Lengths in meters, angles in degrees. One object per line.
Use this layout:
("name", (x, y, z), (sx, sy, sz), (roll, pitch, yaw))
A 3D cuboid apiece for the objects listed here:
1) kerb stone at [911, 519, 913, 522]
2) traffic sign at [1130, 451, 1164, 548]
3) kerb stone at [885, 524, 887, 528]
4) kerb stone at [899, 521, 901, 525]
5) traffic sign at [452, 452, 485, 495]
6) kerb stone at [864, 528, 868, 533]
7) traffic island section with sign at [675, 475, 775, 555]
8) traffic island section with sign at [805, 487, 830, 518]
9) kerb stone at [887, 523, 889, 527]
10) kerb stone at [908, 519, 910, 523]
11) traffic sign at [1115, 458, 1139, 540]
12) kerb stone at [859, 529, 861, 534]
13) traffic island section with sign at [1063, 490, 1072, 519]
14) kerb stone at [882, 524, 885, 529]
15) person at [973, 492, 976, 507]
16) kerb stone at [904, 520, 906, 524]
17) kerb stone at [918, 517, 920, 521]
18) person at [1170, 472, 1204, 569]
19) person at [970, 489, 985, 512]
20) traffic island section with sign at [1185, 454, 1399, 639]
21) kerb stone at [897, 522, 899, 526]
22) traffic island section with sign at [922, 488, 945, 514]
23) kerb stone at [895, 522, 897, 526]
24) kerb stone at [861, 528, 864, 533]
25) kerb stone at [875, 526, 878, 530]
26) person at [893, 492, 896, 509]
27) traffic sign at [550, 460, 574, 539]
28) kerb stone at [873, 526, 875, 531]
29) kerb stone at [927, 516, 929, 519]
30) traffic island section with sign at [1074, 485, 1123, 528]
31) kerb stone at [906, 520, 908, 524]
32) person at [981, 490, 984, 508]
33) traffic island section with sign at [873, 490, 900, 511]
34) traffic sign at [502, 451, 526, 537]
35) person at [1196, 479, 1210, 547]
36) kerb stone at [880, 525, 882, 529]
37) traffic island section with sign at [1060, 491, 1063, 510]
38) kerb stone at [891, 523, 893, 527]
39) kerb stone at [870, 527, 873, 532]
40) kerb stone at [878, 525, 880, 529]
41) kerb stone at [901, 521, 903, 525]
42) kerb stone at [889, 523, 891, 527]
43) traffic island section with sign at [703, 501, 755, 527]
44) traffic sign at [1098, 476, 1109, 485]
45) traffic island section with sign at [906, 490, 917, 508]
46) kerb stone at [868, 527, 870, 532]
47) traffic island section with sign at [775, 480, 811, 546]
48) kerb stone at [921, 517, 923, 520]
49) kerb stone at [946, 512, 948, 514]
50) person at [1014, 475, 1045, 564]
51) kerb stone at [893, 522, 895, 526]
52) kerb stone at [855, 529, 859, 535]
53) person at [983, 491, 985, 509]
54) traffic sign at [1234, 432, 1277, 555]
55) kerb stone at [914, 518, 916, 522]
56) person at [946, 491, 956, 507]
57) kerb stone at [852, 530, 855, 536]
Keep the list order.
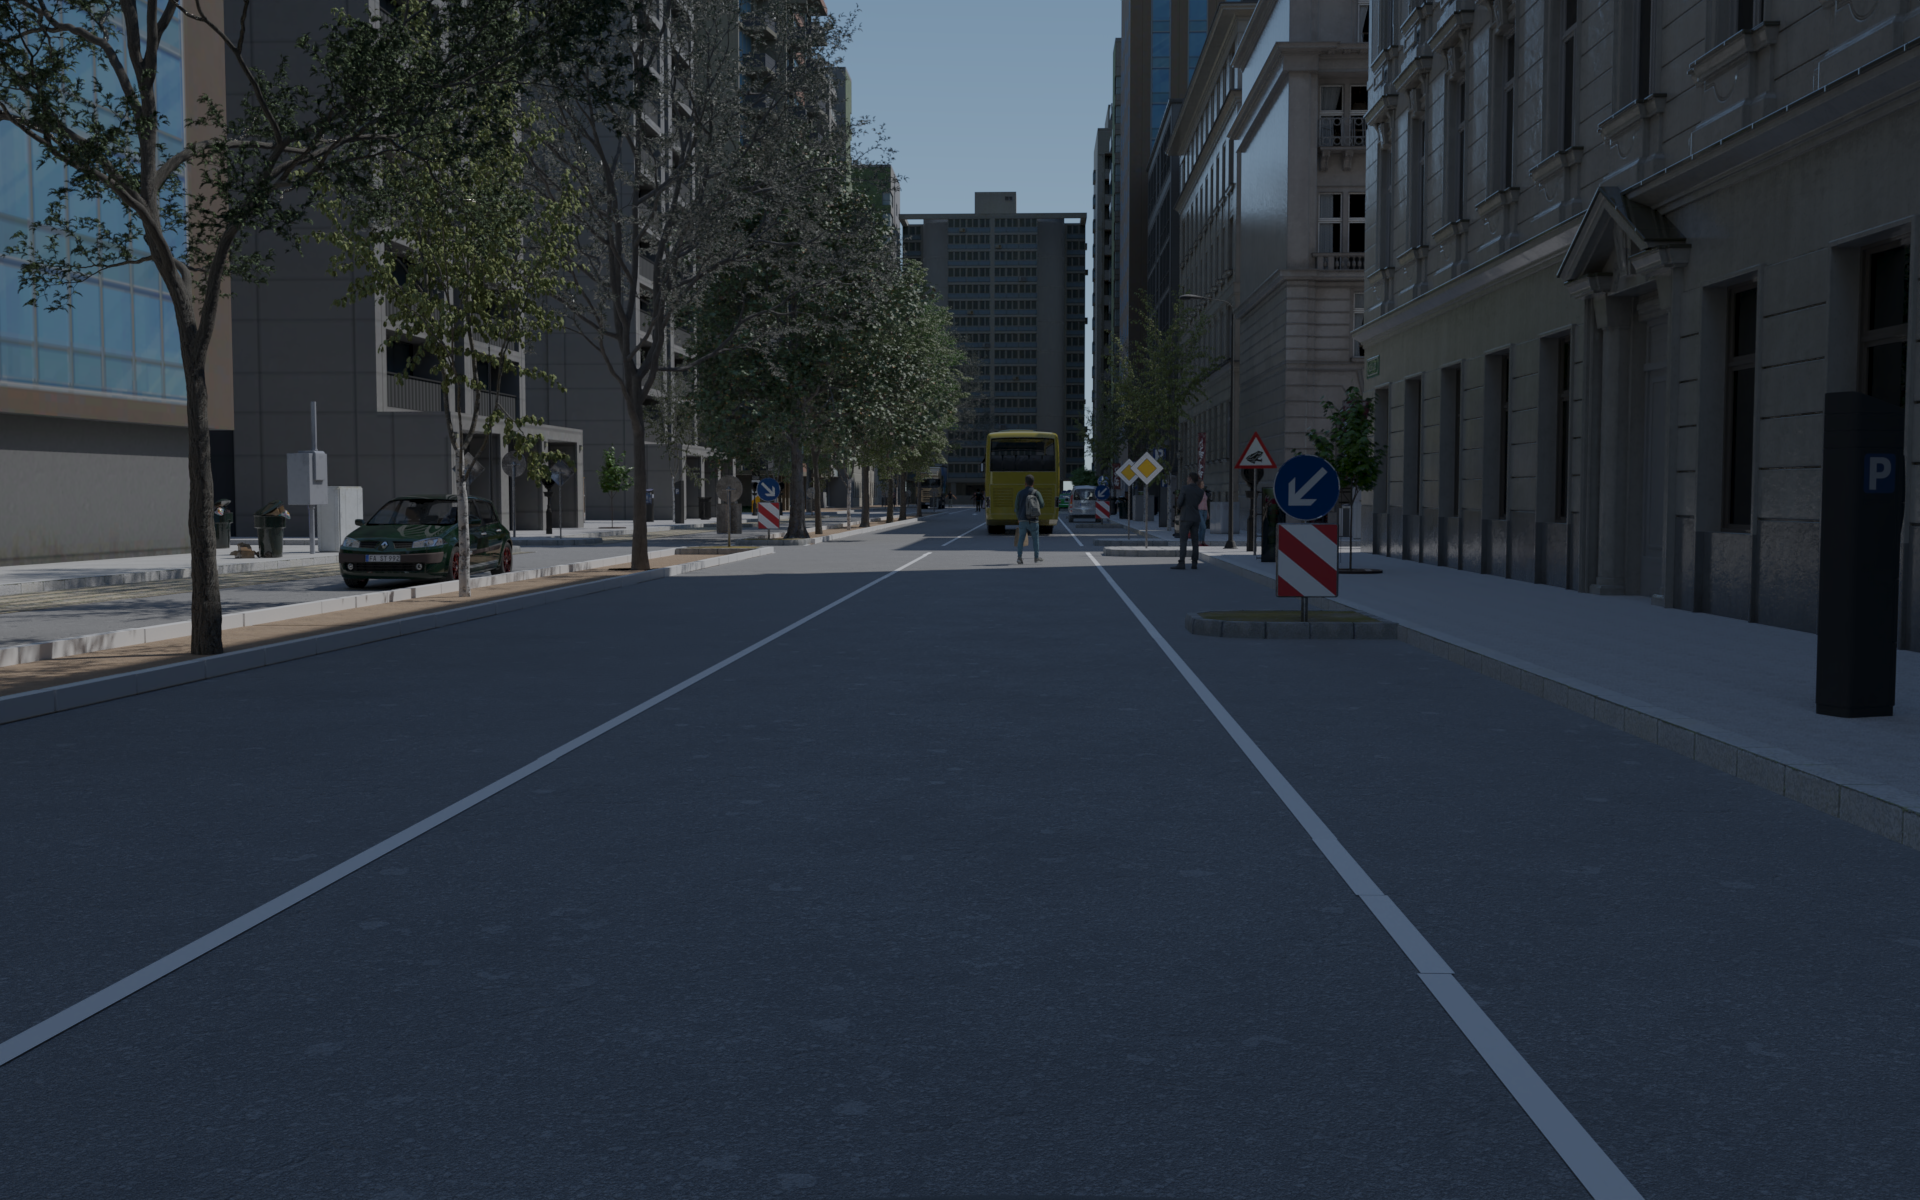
("kerb stone", (-2.582, -3.911, 86.148), (0.120, 0.150, 1.000), (0, 4, 3))
("traffic sign", (4.392, -2.271, 40.776), (0.795, 2.450, 0.064), (0, 4, 3))
("kerb stone", (-3.237, -3.032, 71.823), (0.120, 0.150, 1.000), (0, 4, 3))
("kerb stone", (-2.900, -3.473, 78.973), (0.120, 0.150, 1.000), (0, 4, 3))
("traffic sign", (-11.785, -2.317, 41.530), (0.795, 2.450, 0.064), (0, 4, 3))
("kerb stone", (-3.600, -2.534, 63.625), (0.120, 0.150, 1.000), (0, 4, 3))
("traffic island section with sign", (-5.653, -2.043, 41.548), (2.006, 1.907, 1.989), (0, 4, 3))
("traffic island section with sign", (-8.719, -5.719, 102.131), (1.989, 1.847, 2.006), (0, 4, 3))
("kerb stone", (-3.187, -3.090, 72.844), (0.120, 0.150, 1.000), (0, 4, 3))
("kerb stone", (-2.670, -3.786, 84.096), (0.120, 0.150, 1.000), (0, 4, 3))
("traffic sign", (4.755, -2.759, 48.753), (0.795, 2.450, 0.064), (0, 4, 3))
("kerb stone", (-3.702, -2.407, 61.555), (0.120, 0.150, 1.000), (0, 4, 3))
("traffic island section with sign", (7.165, -5.654, 101.067), (1.989, 1.847, 2.006), (0, 4, 3))
("kerb stone", (-3.277, -2.972, 70.795), (0.120, 0.150, 1.000), (0, 4, 3))
("person", (1.726, -11.191, 192.938), (0.593, 1.643, 0.415), (-1, 4, -9))
("kerb stone", (-2.769, -3.661, 82.053), (0.120, 0.150, 1.000), (0, 4, 3))
("kerb stone", (-2.344, -4.225, 91.279), (0.120, 0.150, 1.000), (0, 4, 3))
("person", (4.326, -1.515, 33.077), (0.655, 1.846, 0.447), (-2, 4, -28))
("person", (1.434, -7.972, 138.476), (1.348, 1.869, 0.705), (-2, 4, -27))
("traffic island section with sign", (3.388, -0.577, 18.066), (1.989, 1.847, 2.006), (0, 4, 3))
("kerb stone", (-2.948, -3.410, 77.952), (0.120, 0.150, 1.000), (0, 4, 3))
("traffic island section with sign", (-1.901, -7.087, 124.008), (2.006, 1.907, 1.989), (0, 4, 3))
("kerb stone", (-2.999, -3.348, 76.931), (0.120, 0.150, 1.000), (0, 4, 3))
("kerb stone", (-3.656, -2.471, 62.589), (0.120, 0.150, 1.000), (0, 4, 3))
("kerb stone", (-3.414, -2.781, 67.720), (0.120, 0.150, 1.000), (0, 4, 3))
("person", (-5.881, -8.898, 155.456), (0.593, 1.643, 0.415), (3, 4, 36))
("traffic sign", (-11.422, -2.805, 49.507), (0.795, 2.450, 0.064), (0, 4, 3))
("kerb stone", (-3.466, -2.722, 66.693), (0.120, 0.150, 1.000), (0, 4, 3))
("kerb stone", (-2.021, -4.665, 98.467), (0.120, 0.150, 1.000), (0, 4, 3))
("traffic island section with sign", (5.898, -3.962, 73.402), (1.989, 1.847, 2.006), (0, 4, 3))
("kerb stone", (-2.725, -3.721, 83.075), (0.120, 0.150, 1.000), (0, 4, 3))
("person", (2.234, -10.060, 172.995), (0.705, 1.821, 1.348), (0, 4, 6))
("traffic island section with sign", (-6.487, -8.721, 151.209), (1.989, 1.847, 2.006), (0, 4, 3))
("traffic sign", (-13.224, -3.132, 51.321), (0.768, 2.556, 0.104), (1, 4, 9))
("person", (6.331, -2.261, 45.469), (0.388, 1.821, 0.555), (2, 4, 33))
("kerb stone", (-3.329, -2.910, 69.767), (0.120, 0.150, 1.000), (0, 4, 3))
("traffic island section with sign", (10.671, -10.377, 178.289), (1.989, 1.847, 2.006), (0, 4, 3))
("kerb stone", (-3.099, -3.222, 74.889), (0.120, 0.150, 1.000), (0, 4, 3))
("kerb stone", (-3.505, -2.659, 65.670), (0.120, 0.150, 1.000), (0, 4, 3))
("kerb stone", (-3.380, -2.847, 68.741), (0.120, 0.150, 1.000), (0, 4, 3))
("kerb stone", (-2.870, -3.536, 80.003), (0.120, 0.150, 1.000), (0, 4, 3))
("kerb stone", (-3.142, -3.160, 73.868), (0.120, 0.150, 1.000), (0, 4, 3))
("traffic island section with sign", (-9.968, -4.063, 75.062), (1.989, 1.847, 2.006), (0, 4, 3))
("traffic sign", (9.951, -7.351, 120.293), (0.768, 2.556, 0.104), (0, 4, 5))
("traffic island section with sign", (-5.272, -10.368, 178.137), (1.989, 1.847, 2.006), (0, 4, 3))
("kerb stone", (-3.556, -2.596, 64.647), (0.120, 0.150, 1.000), (0, 4, 3))
("traffic island section with sign", (-5.307, -2.496, 48.947), (2.006, 1.907, 1.989), (0, 4, 3))
("kerb stone", (-2.249, -4.351, 93.326), (0.120, 0.150, 1.000), (0, 4, 3))
("kerb stone", (-1.088, -5.918, 118.958), (0.120, 0.150, 1.000), (0, 4, 3))
("person", (1.364, -1.639, 35.291), (0.794, 1.824, 0.713), (3, 4, 36))
("kerb stone", (-3.049, -3.283, 75.910), (0.120, 0.150, 1.000), (0, 4, 3))
("kerb stone", (-3.747, -2.342, 60.534), (0.120, 0.150, 1.000), (0, 4, 3))
("person", (2.402, -9.632, 166.653), (0.621, 1.740, 0.551), (-2, 4, -25))
("traffic sign", (6.159, -2.209, 36.115), (0.884, 2.594, 0.081), (1, 4, 11))
("kerb stone", (-2.488, -4.037, 88.204), (0.120, 0.150, 1.000), (0, 4, 3))
("person", (-1.036, -10.890, 186.557), (1.348, 1.822, 0.705), (2, 4, 25))
("kerb stone", (-3.793, -2.282, 59.508), (0.120, 0.150, 1.000), (0, 4, 3))
